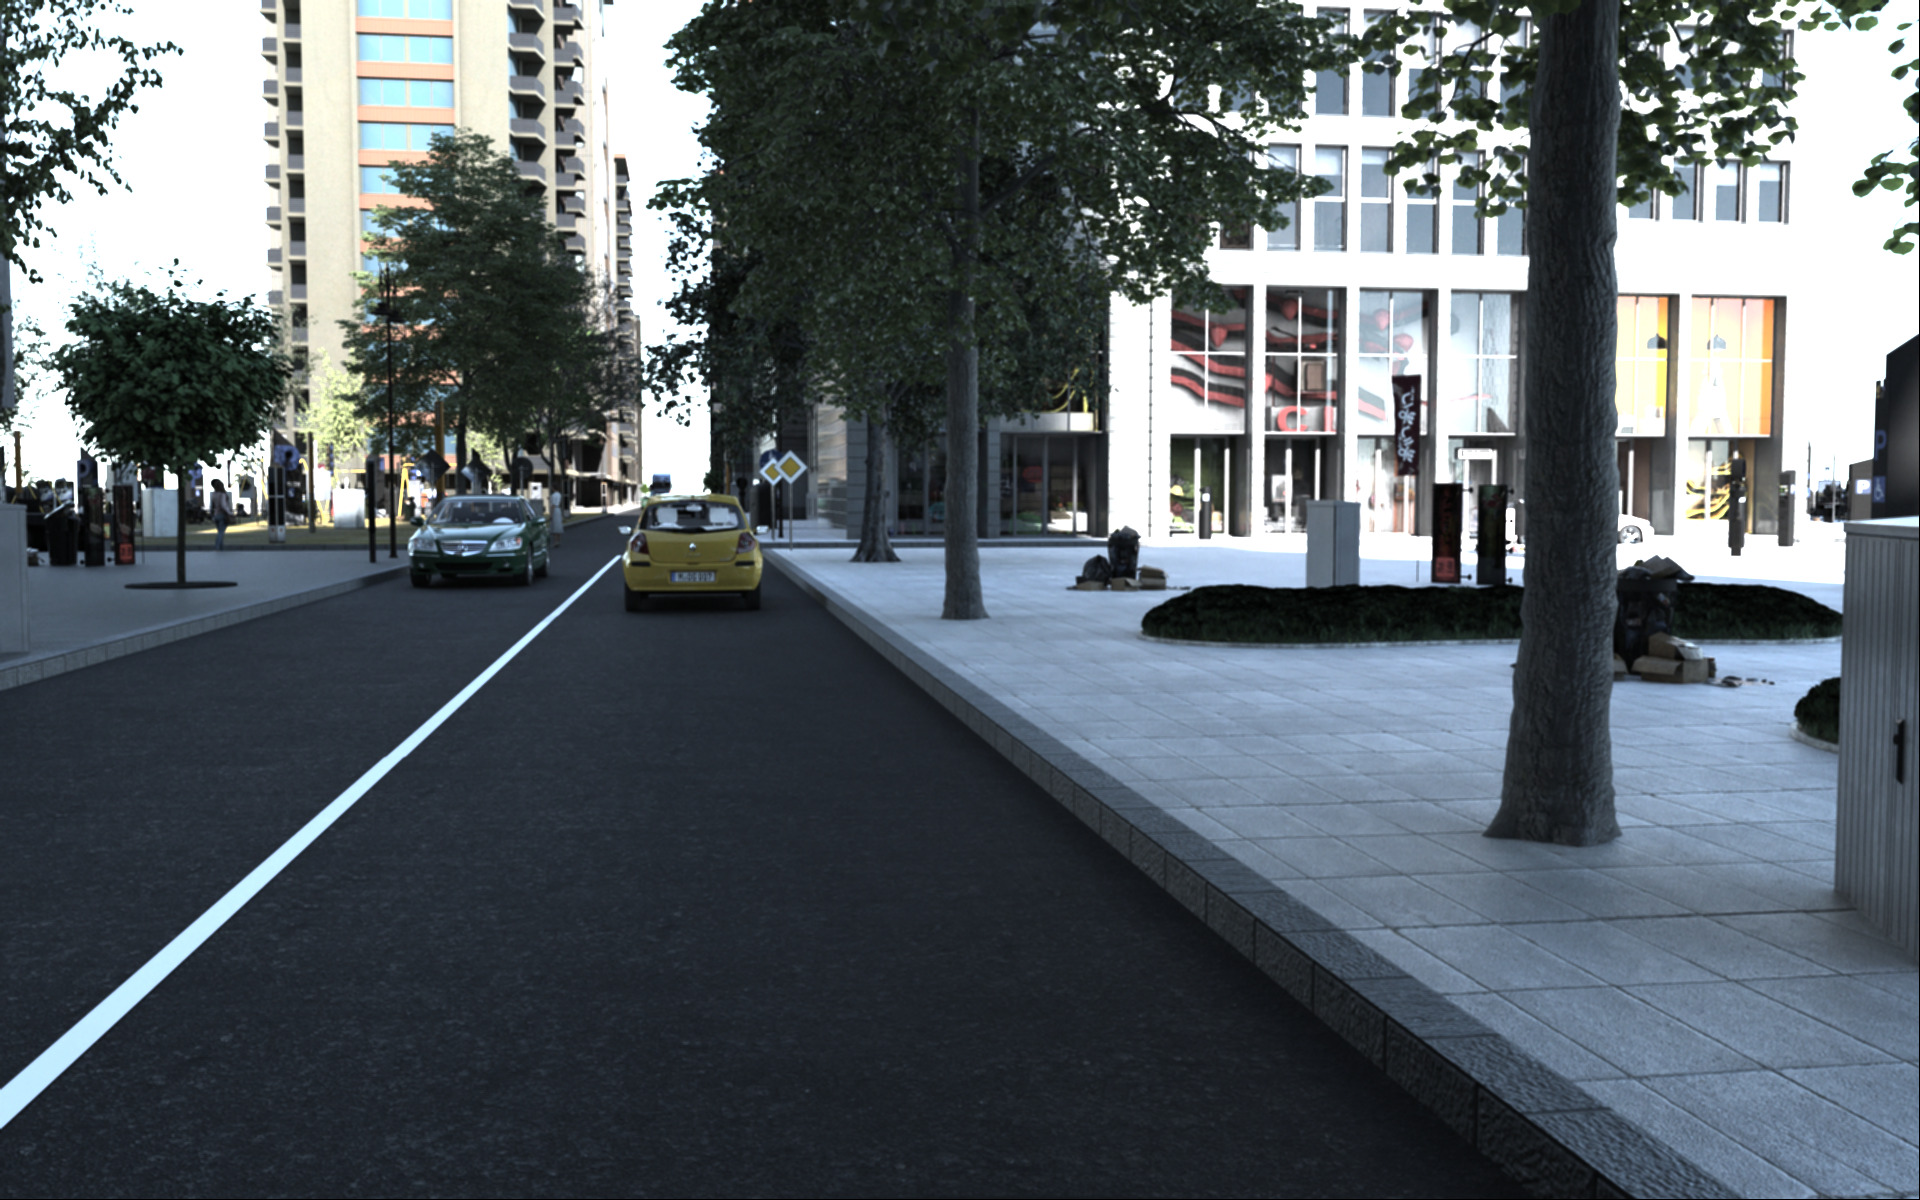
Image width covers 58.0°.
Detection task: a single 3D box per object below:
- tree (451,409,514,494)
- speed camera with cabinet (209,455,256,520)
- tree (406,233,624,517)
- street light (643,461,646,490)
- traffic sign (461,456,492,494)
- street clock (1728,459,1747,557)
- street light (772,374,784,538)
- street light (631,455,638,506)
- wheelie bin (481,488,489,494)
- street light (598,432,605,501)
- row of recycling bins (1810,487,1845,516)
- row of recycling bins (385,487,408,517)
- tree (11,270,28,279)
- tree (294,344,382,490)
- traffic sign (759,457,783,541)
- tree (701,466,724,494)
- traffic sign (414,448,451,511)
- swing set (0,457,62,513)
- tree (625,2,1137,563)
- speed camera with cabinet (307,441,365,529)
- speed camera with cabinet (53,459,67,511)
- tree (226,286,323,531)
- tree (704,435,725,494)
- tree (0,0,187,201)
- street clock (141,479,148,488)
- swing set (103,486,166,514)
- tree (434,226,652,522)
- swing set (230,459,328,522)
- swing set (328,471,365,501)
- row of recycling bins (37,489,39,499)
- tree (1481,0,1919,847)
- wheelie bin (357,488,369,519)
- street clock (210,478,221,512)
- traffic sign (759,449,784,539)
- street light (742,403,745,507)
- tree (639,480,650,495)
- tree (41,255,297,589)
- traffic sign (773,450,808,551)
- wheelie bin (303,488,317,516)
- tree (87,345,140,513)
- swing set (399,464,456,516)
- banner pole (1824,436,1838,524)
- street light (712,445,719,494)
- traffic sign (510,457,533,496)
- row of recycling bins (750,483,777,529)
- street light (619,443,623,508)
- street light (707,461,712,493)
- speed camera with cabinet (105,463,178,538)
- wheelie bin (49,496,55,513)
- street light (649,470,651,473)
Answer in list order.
[{"bbox_3d":[-30.855,-9.952,113.081,4.737,8.622,4.395,0,3,0],"label":"tree"},{"bbox_3d":[-35.461,-5.506,84.356,2.038,3.252,0.660,0,4,-6],"label":"speed camera with cabinet"},{"bbox_3d":[-17.856,-8.736,68.594,9.928,11.665,9.643,0,3,0],"label":"tree"},{"bbox_3d":[-43.575,-16.304,239.364,0.468,5.910,1.993,-1,4,-9],"label":"street light"},{"bbox_3d":[-12.835,-2.590,45.993,0.795,2.450,0.064,-1,4,-9],"label":"traffic sign"},{"bbox_3d":[15.939,-1.893,35.514,0.358,2.002,0.471,2,4,32],"label":"street clock"},{"bbox_3d":[-5.270,-4.770,50.782,0.468,5.910,1.993,-1,4,-9],"label":"street light"},{"bbox_3d":[-36.441,-13.481,193.208,0.468,5.910,1.993,-1,4,-9],"label":"street light"},{"bbox_3d":[-24.358,-4.936,88.610,0.693,1.594,0.980,0,4,-8],"label":"wheelie bin"},{"bbox_3d":[-25.242,-9.134,122.126,0.468,5.910,1.993,-1,4,-9],"label":"street light"},{"bbox_3d":[50.594,-5.715,100.553,3.534,1.692,1.069,1,4,16],"label":"row of recycling bins"},{"bbox_3d":[-32.462,-5.601,98.682,3.534,1.692,1.069,1,4,17],"label":"row of recycling bins"},{"bbox_3d":[-28.128,-6.060,49.441,4.360,8.622,3.978,0,3,0],"label":"tree"},{"bbox_3d":[-29.571,-8.138,83.424,4.737,8.622,4.395,0,3,0],"label":"tree"},{"bbox_3d":[-5.082,-2.663,47.184,0.795,2.450,0.064,-1,4,-9],"label":"traffic sign"},{"bbox_3d":[-29.035,-13.514,204.675,4.285,4.588,4.351,0,3,0],"label":"tree"},{"bbox_3d":[-11.597,-2.108,38.104,0.795,2.450,0.064,-1,4,-9],"label":"traffic sign"},{"bbox_3d":[-40.367,-4.712,74.668,2.862,2.851,3.119,-1,4,-10],"label":"swing set"},{"bbox_3d":[-1.496,-7.071,32.612,9.611,12.733,9.660,0,3,0],"label":"tree"},{"bbox_3d":[-23.254,-4.293,64.520,2.038,3.252,0.660,1,4,11],"label":"speed camera with cabinet"},{"bbox_3d":[-51.198,-6.364,98.392,0.660,3.252,2.038,-2,4,-32],"label":"speed camera with cabinet"},{"bbox_3d":[-24.444,-6.738,60.534,4.360,8.622,3.978,0,3,0],"label":"tree"},{"bbox_3d":[-29.642,-16.083,213.317,4.360,8.622,3.978,0,3,0],"label":"tree"},{"bbox_3d":[-10.340,-4.129,17.875,4.737,8.622,4.395,0,3,0],"label":"tree"},{"bbox_3d":[-28.453,-3.442,60.849,0.471,2.002,0.358,-3,5,-44],"label":"street clock"},{"bbox_3d":[-48.824,-6.431,102.770,2.862,2.851,3.119,1,4,22],"label":"swing set"},{"bbox_3d":[-18.981,-10.366,79.859,12.009,13.543,11.850,0,3,0],"label":"tree"},{"bbox_3d":[-31.084,-4.957,78.666,3.119,2.851,2.862,1,4,20],"label":"swing set"},{"bbox_3d":[-40.488,-7.254,116.226,3.119,2.851,2.862,0,4,7],"label":"swing set"},{"bbox_3d":[-53.524,-5.586,98.442,1.069,1.692,3.534,0,4,0],"label":"row of recycling bins"},{"bbox_3d":[2.178,-5.410,6.586,7.486,12.596,7.792,0,3,0],"label":"tree"},{"bbox_3d":[-30.553,-4.953,88.890,0.980,1.594,0.693,0,4,-6],"label":"wheelie bin"},{"bbox_3d":[-33.442,-4.486,77.910,0.471,2.002,0.358,-3,4,-38],"label":"street clock"},{"bbox_3d":[-5.354,-3.025,49.557,0.768,2.556,0.104,0,4,-1],"label":"traffic sign"},{"bbox_3d":[-10.751,-6.924,86.001,0.468,5.910,1.993,-1,4,-9],"label":"street light"},{"bbox_3d":[-44.623,-15.375,245.980,1.663,3.219,1.824,0,3,0],"label":"tree"},{"bbox_3d":[-10.858,-2.457,23.887,4.285,4.588,4.351,0,3,0],"label":"tree"},{"bbox_3d":[-3.844,-2.181,39.295,0.795,2.450,0.064,-1,4,-9],"label":"traffic sign"},{"bbox_3d":[-35.667,-5.328,95.016,0.693,1.594,0.980,1,4,18],"label":"wheelie bin"},{"bbox_3d":[-38.705,-7.898,79.498,4.360,8.622,3.978,0,3,0],"label":"tree"},{"bbox_3d":[-27.704,-5.687,90.606,3.119,2.851,2.862,0,4,-4],"label":"swing set"},{"bbox_3d":[38.084,-5.228,75.493,0.401,3.779,0.863,1,4,19],"label":"banner pole"},{"bbox_3d":[-22.627,-11.529,161.284,0.468,5.910,1.993,-1,4,-9],"label":"street light"},{"bbox_3d":[-15.051,-3.635,59.534,0.768,2.556,0.104,0,4,-8],"label":"traffic sign"},{"bbox_3d":[-7.342,-3.523,64.714,1.069,1.692,3.534,0,4,-5],"label":"row of recycling bins"},{"bbox_3d":[-30.714,-11.281,157.238,0.468,5.910,1.993,-1,4,-9],"label":"street light"},{"bbox_3d":[-28.085,-13.677,196.399,0.468,5.910,1.993,-1,4,-9],"label":"street light"},{"bbox_3d":[-23.721,-3.429,50.395,0.660,3.252,2.038,2,4,35],"label":"speed camera with cabinet"},{"bbox_3d":[-47.217,-4.983,89.373,0.693,1.594,0.980,0,4,0],"label":"wheelie bin"},{"bbox_3d":[-49.269,-18.504,275.320,0.468,5.910,1.993,-1,4,-9],"label":"street light"}]
